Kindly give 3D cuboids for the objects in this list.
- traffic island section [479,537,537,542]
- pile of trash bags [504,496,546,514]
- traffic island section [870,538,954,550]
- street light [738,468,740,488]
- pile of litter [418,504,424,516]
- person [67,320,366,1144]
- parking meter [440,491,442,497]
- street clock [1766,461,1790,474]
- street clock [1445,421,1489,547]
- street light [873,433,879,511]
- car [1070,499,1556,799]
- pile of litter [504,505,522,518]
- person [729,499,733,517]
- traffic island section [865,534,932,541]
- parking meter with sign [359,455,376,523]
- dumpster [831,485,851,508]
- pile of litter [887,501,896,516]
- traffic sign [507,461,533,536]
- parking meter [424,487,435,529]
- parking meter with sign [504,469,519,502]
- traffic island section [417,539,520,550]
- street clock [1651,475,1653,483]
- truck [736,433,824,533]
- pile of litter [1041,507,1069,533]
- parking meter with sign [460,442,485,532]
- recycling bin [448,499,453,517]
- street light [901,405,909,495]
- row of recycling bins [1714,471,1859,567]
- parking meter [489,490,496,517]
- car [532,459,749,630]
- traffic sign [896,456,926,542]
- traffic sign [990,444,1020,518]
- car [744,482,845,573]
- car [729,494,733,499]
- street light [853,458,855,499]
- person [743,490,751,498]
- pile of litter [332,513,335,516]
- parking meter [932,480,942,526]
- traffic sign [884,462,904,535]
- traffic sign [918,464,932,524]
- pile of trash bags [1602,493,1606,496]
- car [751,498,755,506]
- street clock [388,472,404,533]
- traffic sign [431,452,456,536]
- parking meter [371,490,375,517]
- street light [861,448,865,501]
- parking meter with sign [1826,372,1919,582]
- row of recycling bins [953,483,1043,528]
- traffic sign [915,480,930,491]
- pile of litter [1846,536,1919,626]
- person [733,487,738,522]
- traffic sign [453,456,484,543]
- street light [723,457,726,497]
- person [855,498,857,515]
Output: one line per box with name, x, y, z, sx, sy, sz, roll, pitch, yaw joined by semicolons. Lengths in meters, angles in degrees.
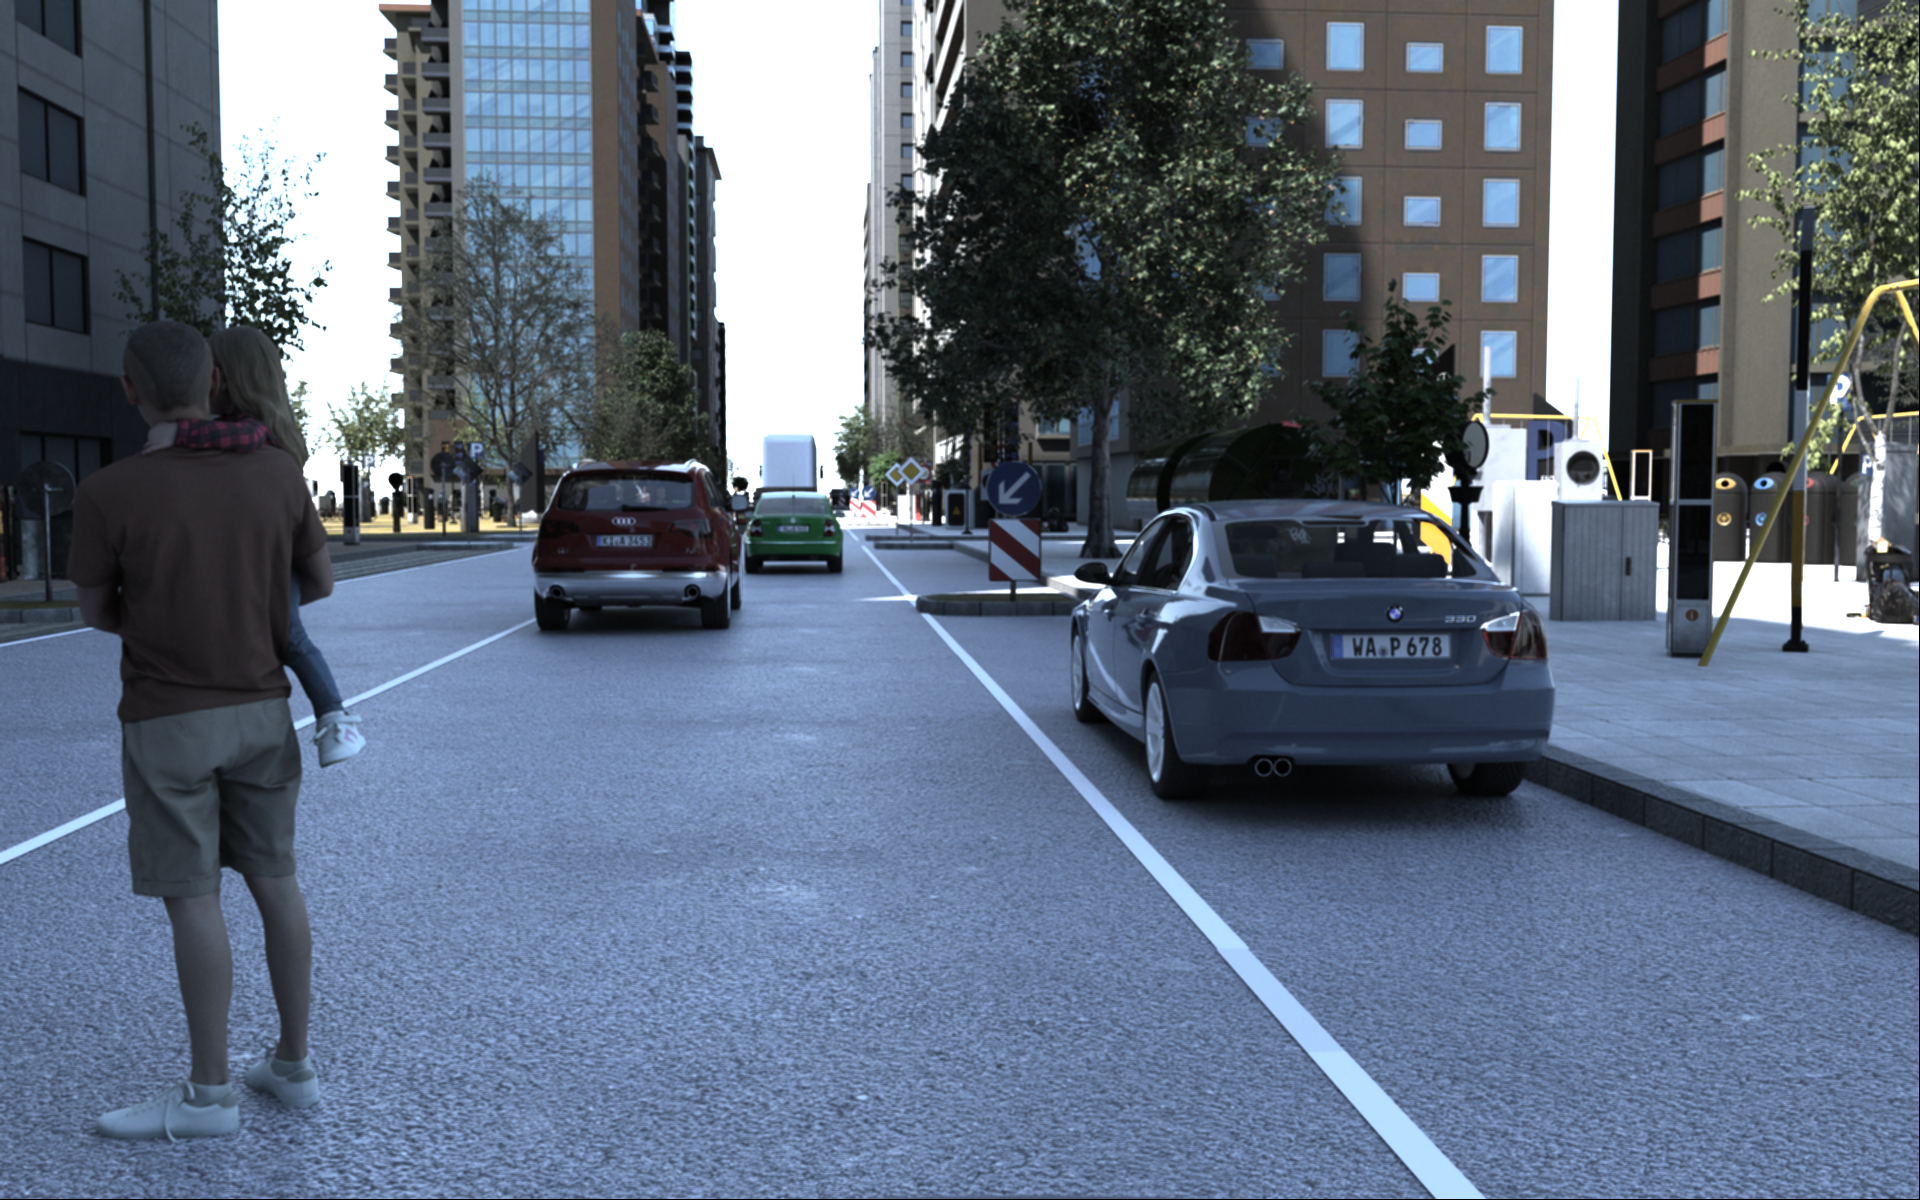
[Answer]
traffic island section;-13.495;-1.888;53.146;2.009;0.180;2.903;0;4;-5
pile of trash bags;-25.581;-5.660;102.295;3.447;1.369;1.912;3;5;40
traffic island section;-1.278;-1.460;46.147;2.009;0.180;2.903;0;4;-5
street light;-32.067;-17.041;251.414;0.468;5.910;1.993;0;4;-5
pile of litter;-31.663;-5.364;101.668;1.176;0.858;1.719;-1;4;-11
person;-1.701;0.272;4.021;0.573;1.828;0.580;0;4;-6
parking meter;-36.379;-6.936;121.817;0.372;1.533;0.369;0;3;0
street clock;17.903;-2.040;37.928;0.358;2.002;0.471;-2;4;-34
street clock;5.011;-0.773;17.201;0.471;2.002;0.358;-3;5;-40
street light;-6.220;-9.534;128.661;0.468;5.910;1.993;0;4;-5
car;1.690;0.155;9.474;2.014;1.417;4.499;0;4;-4
pile of litter;-23.677;-4.784;92.183;1.719;0.858;1.176;-2;4;-29
person;-8.699;-3.190;65.340;0.352;1.250;0.332;-3;4;-36
traffic island section;-1.944;-1.946;54.104;2.009;0.180;2.903;0;4;-5
parking meter with sign;-26.974;-5.031;78.511;0.543;3.016;1.738;-2;4;-33
dumpster;-11.403;-9.844;165.904;1.985;2.255;1.502;0;4;-4
pile of litter;-3.632;-5.308;100.750;1.176;0.858;1.719;-2;4;-29
traffic sign;-13.472;-3.024;53.086;0.795;2.450;0.064;0;4;-5
parking meter;-19.407;-3.359;63.326;0.372;1.533;0.369;0;3;0
parking meter with sign;-30.097;-7.435;117.829;1.738;3.016;0.543;2;4;24
traffic island section;-12.829;-1.401;45.188;2.009;0.180;2.903;0;4;-5
street clock;22.825;-3.254;57.766;0.471;2.002;0.358;1;4;14
truck;-7.280;-4.969;70.995;2.967;4.110;18.799;0;4;-3
pile of litter;2.928;-2.696;58.037;1.719;0.858;1.176;-2;4;-26
parking meter with sign;-16.621;-3.826;58.816;0.543;3.016;1.738;-2;4;-30
recycling bin;-29.122;-5.229;98.042;0.722;1.027;0.722;-2;4;-26
street light;-2.871;-7.147;89.645;0.468;5.910;1.993;0;4;-5
row of recycling bins;15.337;-1.515;31.882;1.069;1.692;3.534;-2;4;-33
parking meter;-26.372;-5.465;97.761;0.372;1.533;0.369;0;3;0
car;-3.588;-0.685;19.873;2.281;1.827;5.304;0;4;-5
traffic sign;-1.300;-2.595;46.068;0.795;2.450;0.064;0;4;-5
traffic sign;1.131;-2.678;43.895;0.768;2.556;0.104;0;4;-4
car;-3.144;-1.472;32.862;1.959;1.807;4.718;0;4;-5
car;-24.926;-11.138;191.699;1.945;1.707;3.694;0;4;-6
street light;-12.556;-14.195;204.876;0.468;5.910;1.993;0;4;-5
person;-22.322;-10.494;180.037;1.348;1.831;0.705;-2;4;-27
pile of litter;-37.705;-5.397;102.199;1.719;0.858;1.176;0;4;8
parking meter;-0.923;-3.911;69.661;0.255;1.863;0.399;-3;5;-45
traffic sign;-1.967;-3.082;54.025;0.795;2.450;0.064;0;4;-5
traffic sign;-1.574;-4.516;73.949;0.768;2.556;0.104;0;4;-1
pile of trash bags;41.717;-6.077;109.118;3.447;1.369;1.912;-1;4;-9
car;-17.237;-8.757;152.210;2.155;1.783;4.494;0;4;-6
street clock;-18.761;-3.246;57.646;0.471;2.002;0.358;0;4;0
traffic sign;-15.686;-3.211;52.600;0.768;2.556;0.104;0;4;-2
parking meter;-32.755;-5.383;96.421;0.372;1.533;0.369;0;3;0
street light;-9.223;-11.763;165.104;0.468;5.910;1.993;0;4;-5
parking meter with sign;13.529;-1.770;25.205;1.738;3.016;0.543;-1;4;-11
row of recycling bins;1.388;-3.530;64.831;3.534;1.692;1.069;1;4;17
traffic sign;-1.861;-5.003;81.807;0.884;2.594;0.081;0;3;0
pile of litter;9.634;-0.216;17.502;1.176;0.858;1.719;2;4;24
person;-11.808;-4.924;89.218;0.699;1.804;1.509;3;4;36
traffic sign;-12.806;-2.537;45.129;0.795;2.450;0.064;0;4;-5
street light;-28.891;-14.662;212.503;0.468;5.910;1.993;0;4;-5
person;-7.012;-6.307;115.895;0.425;1.301;0.394;1;4;13
